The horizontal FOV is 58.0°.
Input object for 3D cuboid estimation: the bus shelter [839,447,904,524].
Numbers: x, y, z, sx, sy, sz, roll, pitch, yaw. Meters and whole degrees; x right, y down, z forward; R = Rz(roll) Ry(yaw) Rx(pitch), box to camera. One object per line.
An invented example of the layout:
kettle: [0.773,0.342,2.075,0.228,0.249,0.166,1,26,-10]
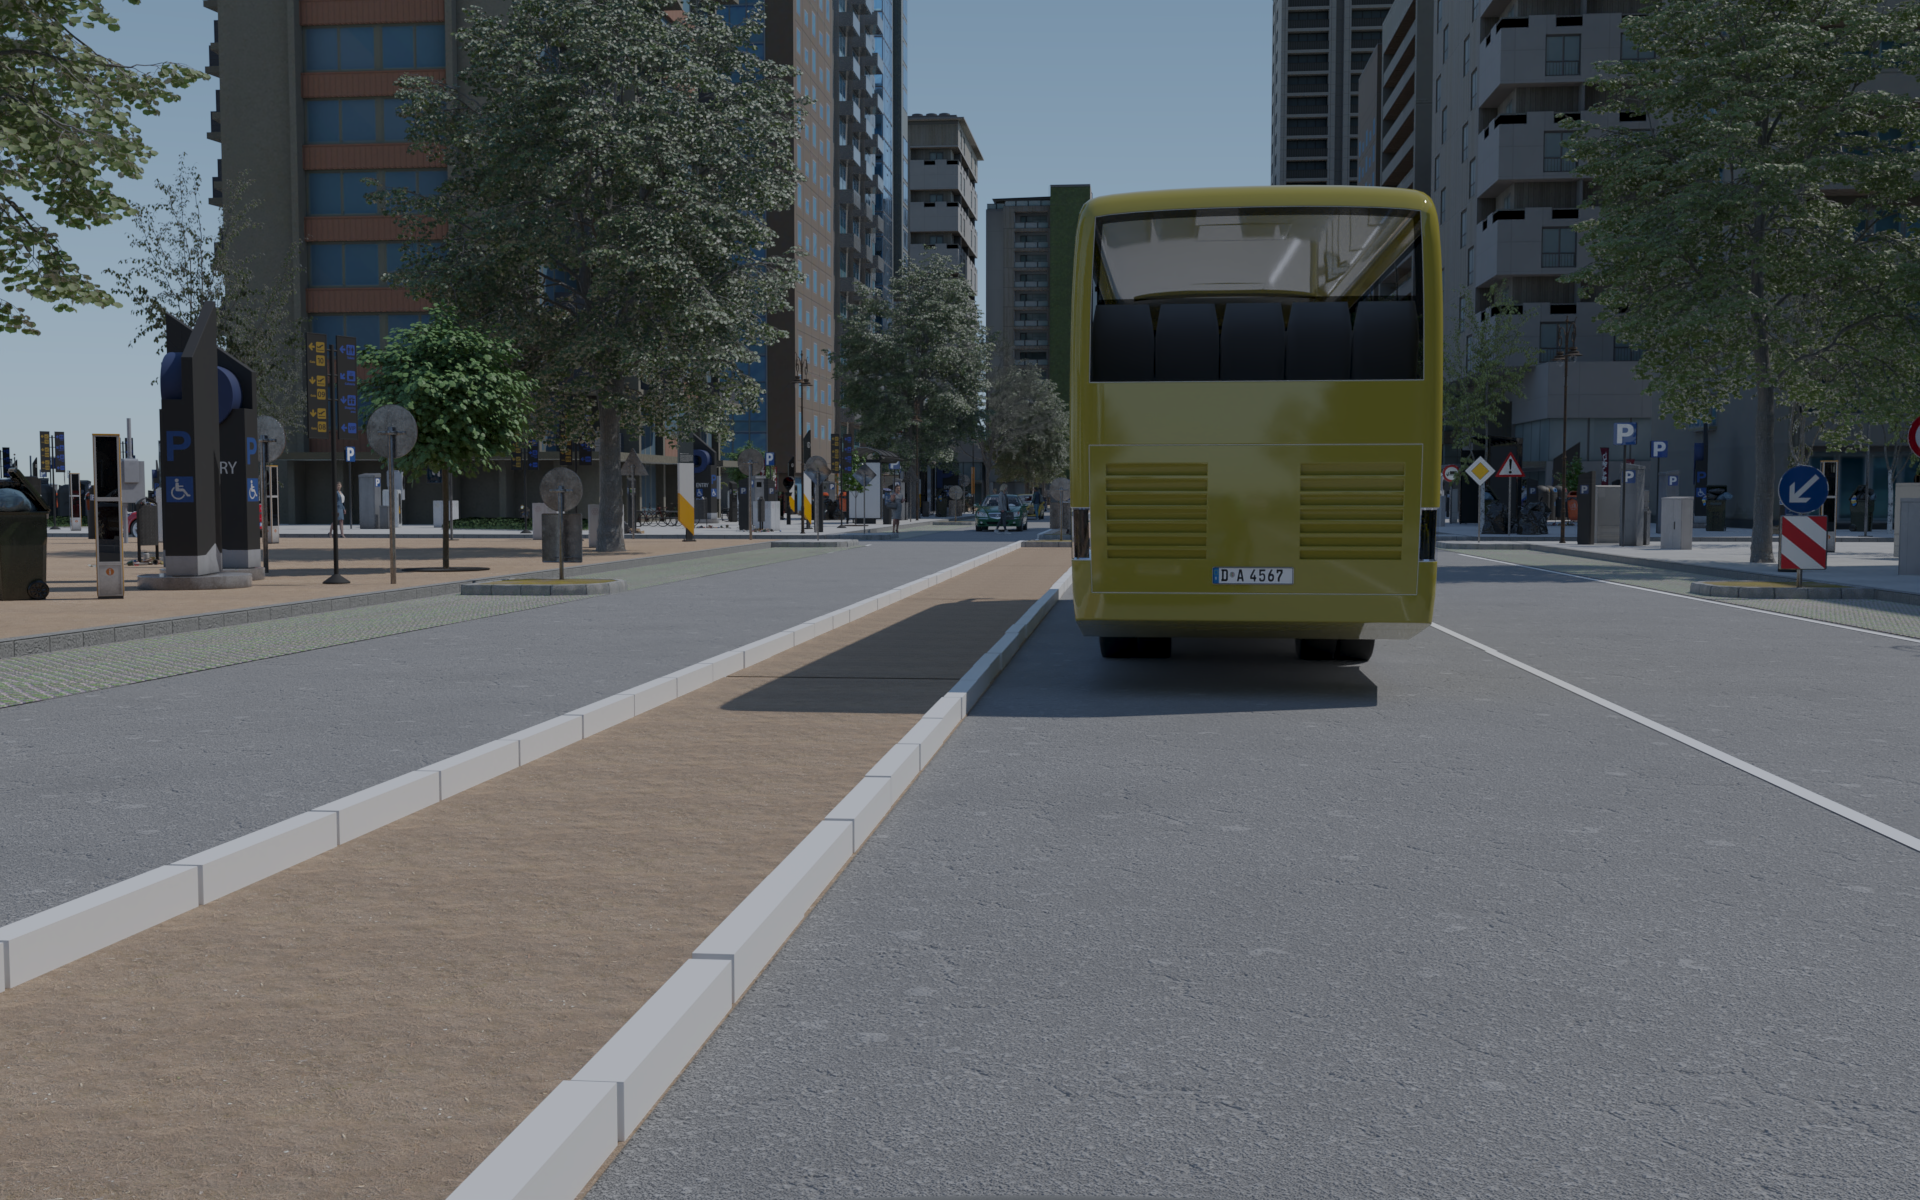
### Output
bus shelter: [-3.859,-5.056,76.597,2.014,3.302,5.546,0,4,6]

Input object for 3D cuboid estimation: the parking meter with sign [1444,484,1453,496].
parking meter with sign: [28.837,-6.616,104.434,1.738,3.016,0.543,2,4,31]

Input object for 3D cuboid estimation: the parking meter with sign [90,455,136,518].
parking meter with sign: [-37.804,-4.965,77.441,1.738,3.016,0.543,0,4,6]

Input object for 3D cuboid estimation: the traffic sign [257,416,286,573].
traffic sign: [-11.296,-1.713,28.117,0.768,2.556,0.104,1,4,12]

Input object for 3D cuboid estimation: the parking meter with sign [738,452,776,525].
parking meter with sign: [-8.459,-4.627,71.915,0.543,3.016,1.738,3,5,39]

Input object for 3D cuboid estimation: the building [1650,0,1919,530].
building: [40.533,-27.289,69.871,21.600,48.544,21.300,0,4,6]

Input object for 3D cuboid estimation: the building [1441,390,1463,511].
building: [43.517,-22.143,133.743,14.160,30.474,14.107,0,4,6]

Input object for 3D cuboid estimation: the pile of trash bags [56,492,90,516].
pile of trash bags: [-49.850,-5.406,98.137,1.912,1.369,3.447,3,5,44]

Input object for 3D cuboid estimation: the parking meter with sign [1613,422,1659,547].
parking meter with sign: [16.668,-2.850,42.853,0.543,3.016,1.738,3,4,36]

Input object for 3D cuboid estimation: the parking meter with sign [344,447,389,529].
parking meter with sign: [-21.663,-4.116,63.565,1.738,3.016,0.543,1,4,16]

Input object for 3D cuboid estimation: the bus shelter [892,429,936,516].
bus shelter: [-2.628,-7.630,102.377,2.179,5.291,8.768,0,4,6]

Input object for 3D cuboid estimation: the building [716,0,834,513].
building: [-16.906,-28.761,120.359,14.600,45.320,14.200,0,4,6]

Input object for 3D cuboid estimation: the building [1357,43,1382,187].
building: [46.612,-31.759,169.366,14.600,45.320,14.200,0,4,6]

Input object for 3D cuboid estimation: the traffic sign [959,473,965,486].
traffic sign: [-0.091,-6.328,103.563,0.768,2.556,0.104,0,4,8]

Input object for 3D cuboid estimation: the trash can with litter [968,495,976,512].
trash can with litter: [1.128,-7.020,125.837,2.233,1.210,1.678,1,4,11]

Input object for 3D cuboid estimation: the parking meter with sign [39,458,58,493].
parking meter with sign: [-43.454,-5.233,81.822,0.543,3.016,1.738,0,4,5]

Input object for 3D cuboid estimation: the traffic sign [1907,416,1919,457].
traffic sign: [14.979,-1.627,26.704,0.768,2.556,0.104,1,4,10]

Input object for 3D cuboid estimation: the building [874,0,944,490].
building: [-17.960,-53.374,185.338,31.000,86.520,22.319,0,4,6]

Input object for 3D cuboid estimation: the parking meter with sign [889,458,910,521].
parking meter with sign: [-2.942,-5.374,84.134,0.543,3.016,1.738,1,4,14]

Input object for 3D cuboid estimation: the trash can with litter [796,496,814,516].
trash can with litter: [-9.216,-5.621,103.291,1.055,1.170,0.624,-2,4,-24]

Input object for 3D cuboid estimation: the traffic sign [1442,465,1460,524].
traffic sign: [21.181,-4.561,74.680,0.768,2.556,0.104,1,4,13]

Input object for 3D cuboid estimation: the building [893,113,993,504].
building: [-9.503,-39.814,240.202,27.495,52.752,28.713,0,4,6]

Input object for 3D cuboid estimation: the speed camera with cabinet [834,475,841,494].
speed camera with cabinet: [-8.415,-7.942,124.190,0.660,3.252,2.038,2,4,35]

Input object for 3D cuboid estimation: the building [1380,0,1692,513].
building: [48.860,-32.255,151.067,21.300,48.544,21.600,0,4,6]

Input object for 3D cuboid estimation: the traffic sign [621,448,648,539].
traffic sign: [-9.281,-3.007,49.165,0.884,2.594,0.081,0,4,7]

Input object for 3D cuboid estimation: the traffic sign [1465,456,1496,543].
traffic sign: [13.697,-2.570,45.668,0.795,2.450,0.064,0,4,6]

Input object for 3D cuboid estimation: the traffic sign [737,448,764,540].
traffic sign: [-5.854,-2.953,48.393,0.768,2.556,0.104,1,4,10]

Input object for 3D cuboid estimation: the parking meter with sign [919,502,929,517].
parking meter with sign: [-2.599,-6.205,97.718,1.738,3.016,0.543,0,4,6]

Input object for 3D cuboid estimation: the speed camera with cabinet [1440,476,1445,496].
speed camera with cabinet: [22.199,-5.288,80.796,0.660,3.252,2.038,1,4,22]

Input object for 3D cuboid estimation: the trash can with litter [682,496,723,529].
trash can with litter: [-9.368,-3.287,64.798,2.233,1.210,1.678,0,4,8]

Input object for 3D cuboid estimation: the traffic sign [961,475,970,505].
traffic sign: [0.278,-7.094,116.092,0.768,2.556,0.104,1,4,11]

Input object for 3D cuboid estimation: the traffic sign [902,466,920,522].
traffic sign: [-2.271,-4.871,79.644,0.884,2.594,0.081,1,4,14]

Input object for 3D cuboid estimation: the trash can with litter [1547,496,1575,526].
trash can with litter: [24.055,-3.630,70.406,2.233,1.210,1.678,1,4,15]

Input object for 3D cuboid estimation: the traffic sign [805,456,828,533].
traffic sign: [-4.764,-3.502,57.364,0.768,2.556,0.104,1,4,9]

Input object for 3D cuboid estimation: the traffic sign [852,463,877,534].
traffic sign: [-3.061,-3.170,55.477,0.795,2.450,0.064,0,4,6]

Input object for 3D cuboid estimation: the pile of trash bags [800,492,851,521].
pile of trash bags: [-6.362,-4.595,84.875,1.912,1.369,3.447,-2,4,-34]

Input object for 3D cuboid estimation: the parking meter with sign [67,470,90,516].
parking meter with sign: [-47.850,-6.011,94.546,1.738,3.016,0.543,0,4,-4]

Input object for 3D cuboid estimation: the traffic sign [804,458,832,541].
traffic sign: [-3.898,-2.685,47.536,0.795,2.450,0.064,0,4,6]

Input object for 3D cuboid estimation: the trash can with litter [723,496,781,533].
trash can with litter: [-6.893,-2.910,58.643,1.678,1.210,2.233,0,4,2]

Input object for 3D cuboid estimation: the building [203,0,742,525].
building: [-23.278,-26.281,84.316,22.147,44.769,28.867,0,4,6]

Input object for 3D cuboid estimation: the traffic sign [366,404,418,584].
traffic sign: [-8.090,-1.501,24.651,0.768,2.556,0.104,0,4,7]

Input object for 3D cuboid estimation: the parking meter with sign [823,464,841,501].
parking meter with sign: [-7.656,-6.423,101.278,0.543,3.016,1.738,-3,4,-38]

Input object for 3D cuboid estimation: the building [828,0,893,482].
building: [-18.677,-32.271,147.237,23.786,49.044,30.456,0,4,6]

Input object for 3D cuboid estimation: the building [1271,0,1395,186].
building: [52.209,-48.425,230.001,20.611,71.187,20.563,0,4,6]

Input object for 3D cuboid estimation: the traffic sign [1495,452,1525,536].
traffic sign: [16.945,-3.264,53.378,0.884,2.594,0.081,1,4,12]

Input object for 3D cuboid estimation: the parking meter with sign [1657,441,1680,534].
parking meter with sign: [22.823,-3.643,55.823,0.543,3.016,1.738,0,4,0]

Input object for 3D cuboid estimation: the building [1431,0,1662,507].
building: [45.264,-31.727,107.974,28.713,52.752,27.495,0,4,6]

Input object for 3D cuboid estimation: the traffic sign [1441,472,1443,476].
traffic sign: [14.534,-3.056,53.609,0.795,2.450,0.064,0,4,6]

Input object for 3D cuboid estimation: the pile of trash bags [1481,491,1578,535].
pile of trash bags: [18.225,-2.760,54.874,1.912,1.369,3.447,-3,5,-42]

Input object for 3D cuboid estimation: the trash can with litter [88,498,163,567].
trash can with litter: [-15.036,-1.239,31.310,1.678,1.210,2.233,1,4,11]

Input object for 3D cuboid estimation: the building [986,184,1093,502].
building: [10.662,-33.502,231.344,14.086,41.232,14.154,0,4,6]
